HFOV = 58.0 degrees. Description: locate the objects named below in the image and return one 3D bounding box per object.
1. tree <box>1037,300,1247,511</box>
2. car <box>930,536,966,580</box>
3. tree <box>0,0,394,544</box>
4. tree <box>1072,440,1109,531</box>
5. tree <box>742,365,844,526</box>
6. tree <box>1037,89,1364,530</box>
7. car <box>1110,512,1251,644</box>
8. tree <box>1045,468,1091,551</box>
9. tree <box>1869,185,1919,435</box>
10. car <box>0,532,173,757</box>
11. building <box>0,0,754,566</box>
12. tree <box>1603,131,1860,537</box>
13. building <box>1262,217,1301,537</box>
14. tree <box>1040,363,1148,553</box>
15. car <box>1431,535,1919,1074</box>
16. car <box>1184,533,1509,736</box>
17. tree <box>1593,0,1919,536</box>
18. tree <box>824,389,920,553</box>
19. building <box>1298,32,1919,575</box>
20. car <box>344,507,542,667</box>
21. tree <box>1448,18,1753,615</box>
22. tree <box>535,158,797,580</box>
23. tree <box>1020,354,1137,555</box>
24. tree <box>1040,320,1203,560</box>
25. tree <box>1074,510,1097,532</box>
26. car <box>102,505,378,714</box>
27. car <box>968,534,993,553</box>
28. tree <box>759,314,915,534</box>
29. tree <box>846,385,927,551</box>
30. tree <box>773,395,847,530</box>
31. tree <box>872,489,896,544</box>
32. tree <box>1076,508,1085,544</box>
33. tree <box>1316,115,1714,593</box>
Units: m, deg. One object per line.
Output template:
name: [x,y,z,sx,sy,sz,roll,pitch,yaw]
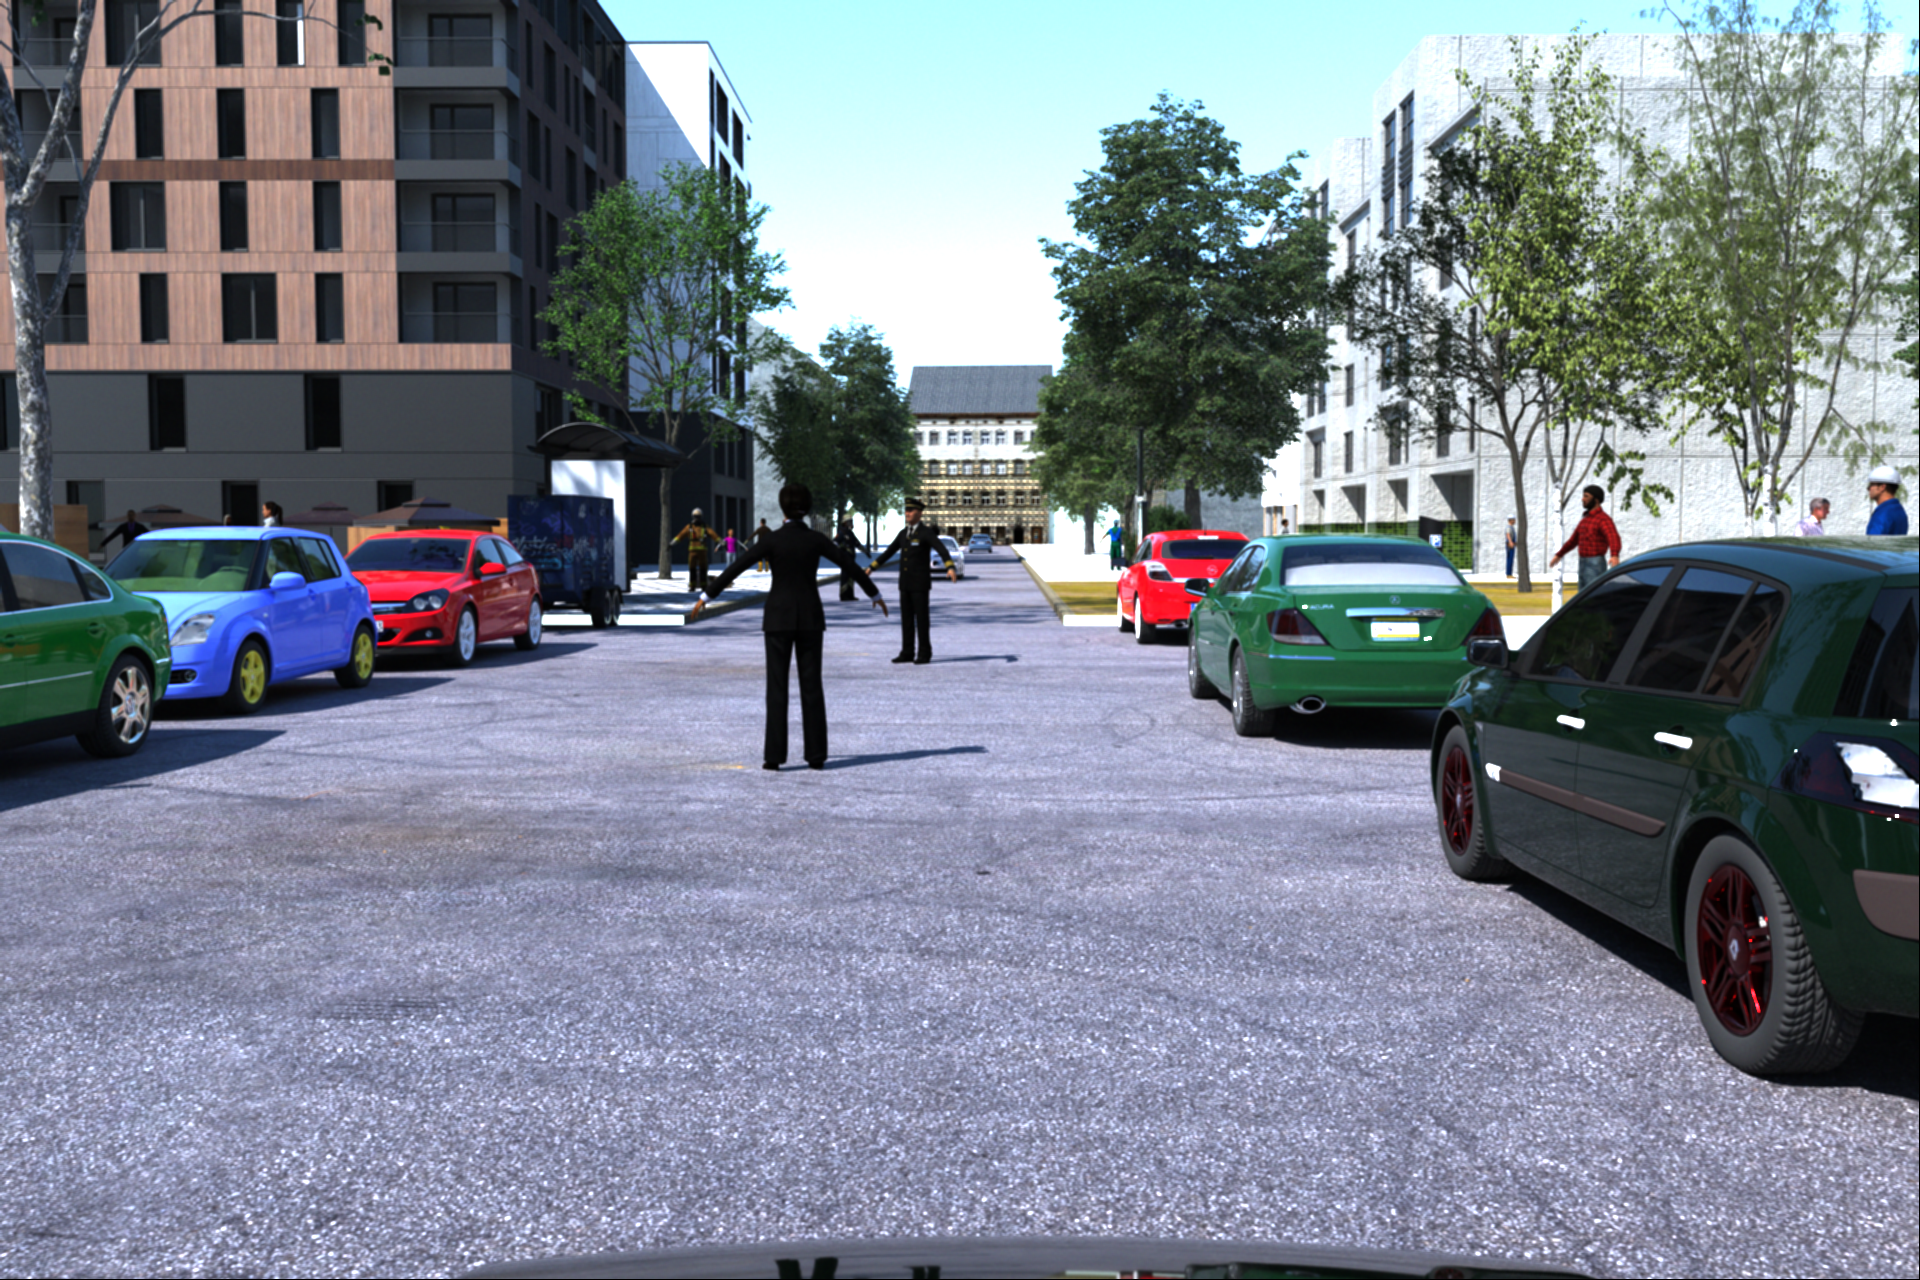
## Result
tree: [6.780,-7.898,63.538,8.767,10.594,7.601,1,4,14]
car: [-0.827,-2.657,55.809,2.083,1.381,4.827,0,4,1]
tree: [-11.018,-10.076,20.639,12.611,20.169,13.585,0,3,0]
tree: [9.157,-10.679,124.961,4.737,8.622,4.395,0,3,0]
tree: [-7.359,-7.701,76.267,4.737,8.622,4.395,0,3,0]
tree: [6.801,-8.770,50.041,9.857,13.997,8.962,0,3,0]
car: [3.201,-0.915,24.006,2.155,1.783,4.494,0,4,0]
tree: [8.655,-11.128,132.297,4.360,8.622,3.978,0,3,0]
tree: [28.979,-8.421,44.342,9.857,13.997,8.962,0,3,0]
car: [-6.248,-0.062,9.808,1.959,1.807,4.718,0,4,1]
building: [-24.381,-13.835,70.171,27.936,21.610,32.646,0,4,1]
tree: [13.925,-4.920,30.805,4.737,8.622,4.395,0,3,0]
building: [23.592,-15.165,104.376,16.016,20.090,11.380,0,4,2]
tree: [8.897,-11.974,113.905,7.486,12.596,7.792,0,3,0]
car: [2.907,0.232,5.986,2.009,1.686,4.222,0,4,0]
car: [2.900,-0.115,13.672,2.131,1.459,4.920,0,4,1]
tree: [9.158,-4.223,19.406,4.360,8.622,3.978,0,3,0]
tree: [-6.439,-11.822,119.038,9.928,11.665,9.643,0,3,0]
building: [24.960,-12.449,69.994,16.747,18.905,31.486,0,4,1]
car: [-6.164,-0.670,19.992,2.155,1.783,4.494,0,4,1]
tree: [8.939,-4.581,25.266,4.737,8.622,4.395,0,3,0]
tree: [-8.140,-7.491,48.226,9.928,11.665,9.643,0,3,0]
tree: [7.325,-11.381,104.212,7.486,12.596,7.792,0,3,0]
tree: [7.578,-9.219,76.490,9.928,11.665,9.643,0,3,0]
tree: [16.427,-16.349,217.673,4.360,8.622,3.978,0,3,0]
car: [-6.424,-0.325,14.902,1.945,1.707,3.694,0,4,2]
car: [1.557,-7.312,131.561,2.014,1.417,4.499,0,4,1]
tree: [-7.108,-11.967,102.309,9.857,13.997,8.962,0,3,0]
tree: [-6.009,-12.913,129.251,7.486,12.596,7.792,0,3,0]
tree: [-7.788,-8.628,91.432,4.737,8.622,4.395,0,3,0]
tree: [-9.762,-16.441,219.173,4.737,8.622,4.395,0,3,0]
tree: [16.422,-16.743,224.103,4.360,8.622,3.978,0,3,0]
tree: [12.408,-6.342,38.105,8.767,10.594,7.601,0,4,-5]
